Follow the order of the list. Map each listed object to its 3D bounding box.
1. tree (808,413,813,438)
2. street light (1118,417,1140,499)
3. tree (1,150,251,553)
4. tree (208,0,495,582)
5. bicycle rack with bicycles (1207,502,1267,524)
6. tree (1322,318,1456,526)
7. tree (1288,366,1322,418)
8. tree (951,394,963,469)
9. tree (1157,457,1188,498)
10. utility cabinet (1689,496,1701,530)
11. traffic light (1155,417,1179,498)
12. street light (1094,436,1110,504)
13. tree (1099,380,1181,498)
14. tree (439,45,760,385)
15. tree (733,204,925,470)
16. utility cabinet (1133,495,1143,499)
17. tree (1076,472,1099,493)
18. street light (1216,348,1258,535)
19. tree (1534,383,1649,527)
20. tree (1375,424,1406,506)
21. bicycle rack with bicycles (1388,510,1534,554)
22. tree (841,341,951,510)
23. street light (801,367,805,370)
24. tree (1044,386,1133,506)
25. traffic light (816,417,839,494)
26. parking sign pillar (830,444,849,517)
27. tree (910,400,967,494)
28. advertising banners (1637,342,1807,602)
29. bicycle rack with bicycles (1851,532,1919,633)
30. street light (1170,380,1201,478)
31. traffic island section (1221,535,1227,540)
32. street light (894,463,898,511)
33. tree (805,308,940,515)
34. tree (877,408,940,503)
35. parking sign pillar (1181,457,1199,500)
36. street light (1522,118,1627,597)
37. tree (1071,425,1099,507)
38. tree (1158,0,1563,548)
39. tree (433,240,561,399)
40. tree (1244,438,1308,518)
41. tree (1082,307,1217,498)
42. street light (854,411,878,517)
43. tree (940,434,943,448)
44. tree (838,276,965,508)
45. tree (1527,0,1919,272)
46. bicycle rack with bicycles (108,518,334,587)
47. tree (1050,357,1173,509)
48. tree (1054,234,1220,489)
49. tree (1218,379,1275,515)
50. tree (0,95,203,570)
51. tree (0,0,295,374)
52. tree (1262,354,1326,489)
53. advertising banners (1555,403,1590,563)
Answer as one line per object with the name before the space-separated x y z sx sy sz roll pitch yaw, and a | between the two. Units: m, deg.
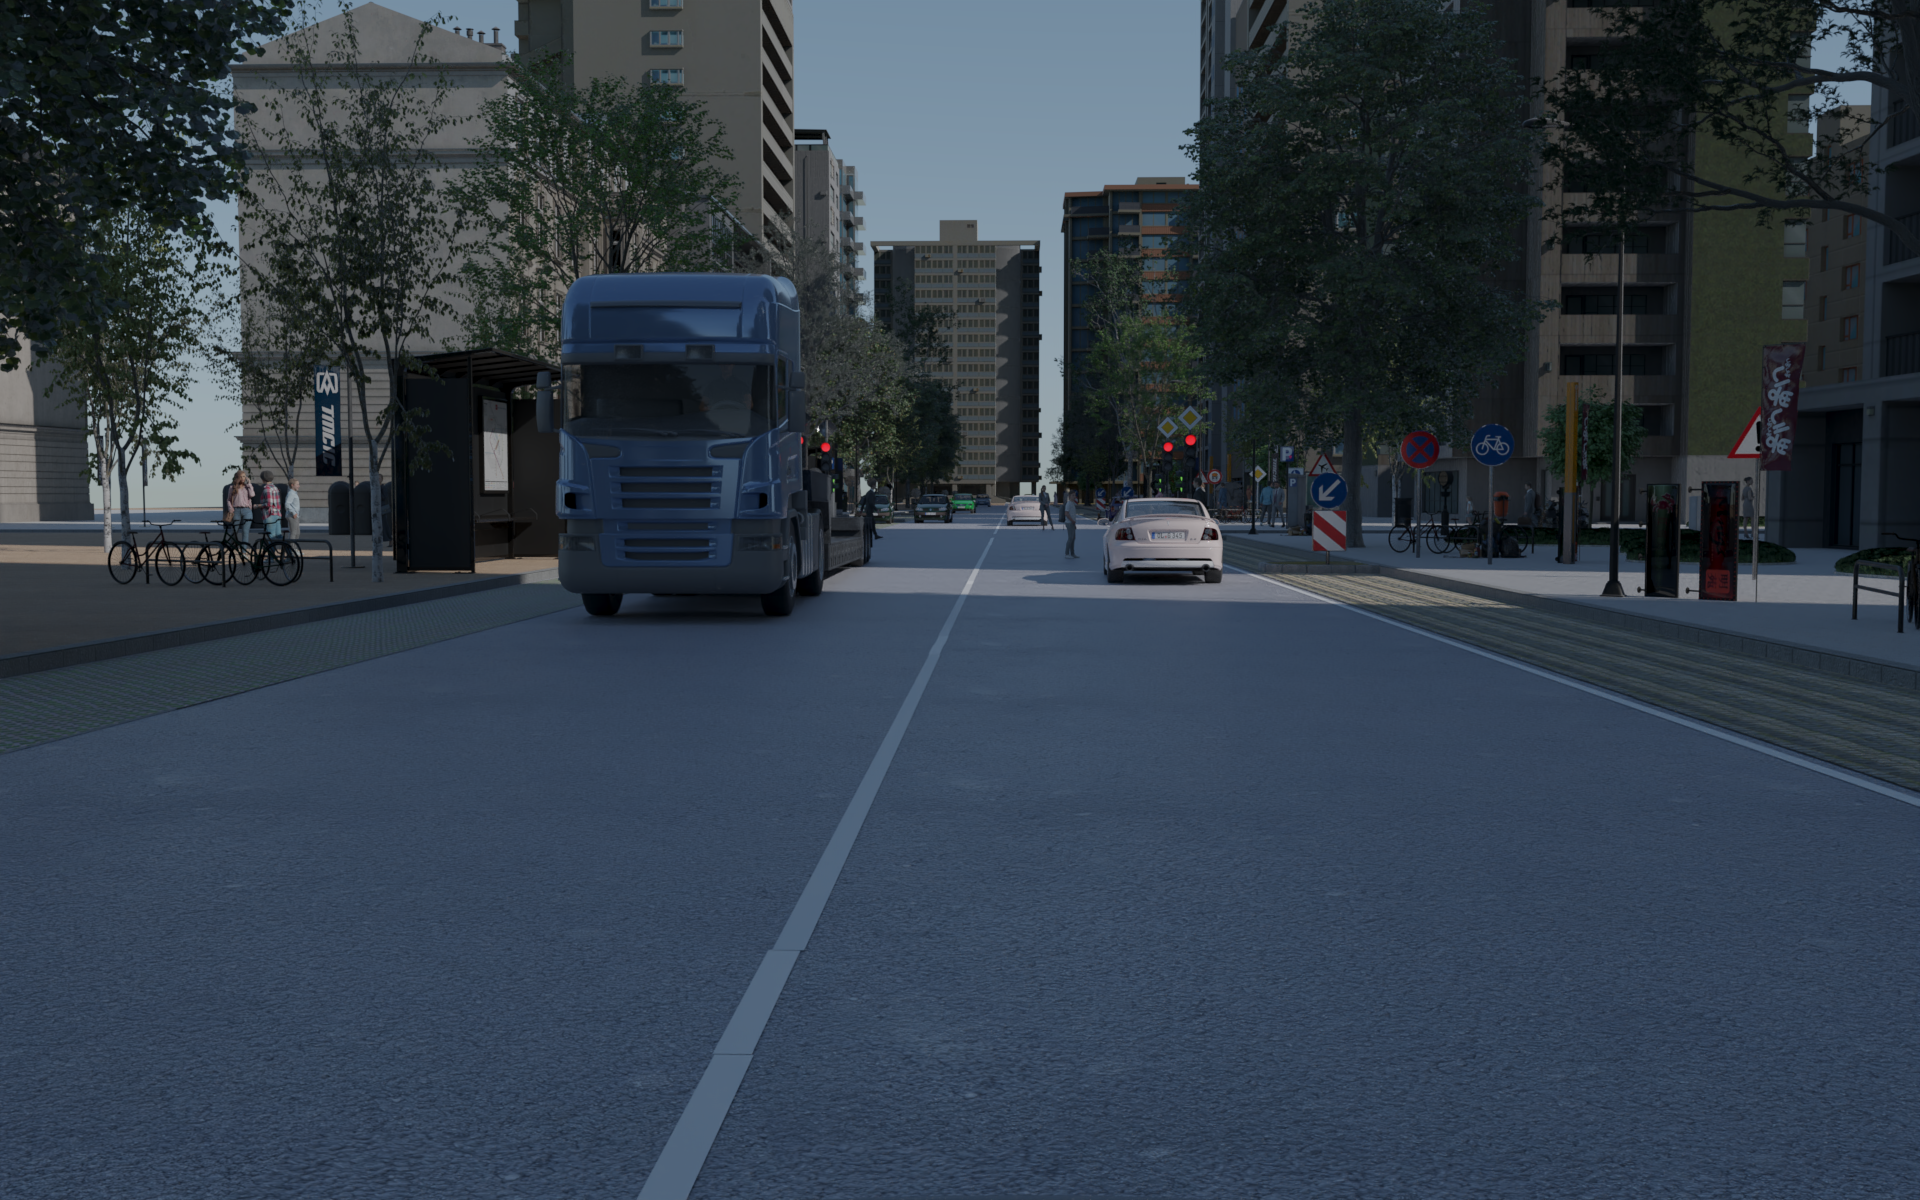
tree | -11.205 -10.827 127.385 4.360 8.622 3.978 0 3 0
street light | 10.218 -8.052 104.183 1.470 5.913 1.316 0 4 2
tree | -18.432 -5.330 37.502 4.360 8.622 3.978 0 3 0
tree | -8.551 -4.550 24.757 4.360 8.622 3.978 0 3 0
bicycle rack with bicycles | 12.181 -3.813 75.726 2.925 0.926 2.852 -1 4 -18
tree | 17.499 -7.260 69.070 4.737 8.622 4.395 0 3 0
tree | 17.319 -7.684 75.990 4.737 8.622 4.395 0 3 0
tree | -4.191 -17.074 185.819 9.857 13.997 8.962 0 3 0
tree | 10.927 -5.799 89.410 1.663 3.219 1.824 0 3 0
utility cabinet | 26.304 -3.092 61.714 0.306 1.237 1.020 3 5 44
traffic light | 7.507 -4.523 62.869 0.839 4.253 0.868 0 4 2
street light | 11.338 -10.116 137.933 1.470 5.913 1.316 0 4 2
tree | 11.973 -9.636 107.916 4.737 8.622 4.395 0 3 0
tree | -8.313 -7.042 40.891 9.928 11.665 9.643 0 3 0
tree | -6.787 -10.027 74.307 12.009 13.543 11.850 0 3 0
utility cabinet | 13.147 -7.084 126.986 1.020 1.237 0.306 3 5 44
tree | 14.778 -13.171 199.057 4.285 4.588 4.351 0 3 0
street light | 8.769 -5.033 54.828 1.470 5.913 1.316 0 4 2
tree | 18.628 -4.131 51.262 4.285 4.588 4.351 0 3 0
tree | 23.396 -8.621 91.320 4.360 8.622 3.978 0 3 0
bicycle rack with bicycles | 11.109 -1.467 37.364 2.852 0.926 2.925 -2 4 -32
tree | -5.522 -14.182 138.532 9.857 13.997 8.962 0 3 0
street light | -6.349 -5.544 63.179 1.470 5.913 1.316 0 4 2
tree | 13.610 -16.256 182.788 9.611 12.733 9.660 0 3 0
traffic light | -4.849 -4.546 63.241 0.839 4.253 0.868 0 4 2
parking sign pillar | -6.666 -6.394 93.008 1.447 3.967 1.447 -1 4 -18
tree | -2.901 -17.511 204.430 7.486 12.596 7.792 0 3 0
advertising banners | 9.131 -1.508 20.842 0.090 3.025 2.074 -2 4 -35
bicycle rack with bicycles | 9.940 -0.204 16.723 2.852 0.926 2.925 1 4 16
street light | 9.267 -6.009 70.790 1.470 5.913 1.316 0 4 2
traffic island section | 7.295 -2.001 55.001 2.009 0.180 2.903 0 4 2
street light | -4.239 -9.615 129.745 1.470 5.913 1.316 0 4 2
tree | -6.361 -11.652 107.517 9.611 12.733 9.660 0 3 0
tree | -4.858 -10.698 125.279 4.737 8.622 4.395 0 3 0
parking sign pillar | 12.231 -6.341 92.140 1.447 3.967 1.447 -1 4 -19
street light | 7.646 -2.997 21.547 1.470 5.913 1.316 0 4 2
tree | 13.556 -13.711 174.539 4.737 8.622 4.395 0 3 0
tree | 9.457 -8.241 41.391 9.857 13.997 8.962 0 3 0
tree | -13.039 -6.044 49.189 4.737 8.622 4.395 0 3 0
tree | 17.183 -6.749 94.063 4.285 4.588 4.351 0 3 0
tree | 10.598 -10.507 97.551 9.928 11.665 9.643 0 3 0
street light | -5.228 -7.579 96.460 1.470 5.913 1.316 0 4 2
tree | -3.698 -13.912 177.826 4.737 8.622 4.395 0 3 0
tree | -5.667 -18.217 153.730 12.611 20.169 13.585 0 3 0
tree | 7.823 -4.854 13.771 8.767 10.594 7.601 -3 5 -39
bicycle rack with bicycles | -10.328 -0.698 24.798 2.925 0.926 2.852 2 4 33
tree | 13.505 -14.743 151.410 12.009 13.543 11.850 0 3 0
tree | 13.019 -16.415 124.275 12.611 20.169 13.585 0 3 0
tree | 18.173 -9.589 107.138 4.737 8.622 4.395 0 3 0
tree | -14.199 -4.808 28.981 4.737 8.622 4.395 0 3 0
tree | -8.971 -6.431 11.800 9.857 13.997 8.962 0 3 0
tree | 17.239 -8.413 87.922 4.360 8.622 3.978 0 3 0
advertising banners | 11.636 -2.240 32.819 0.090 3.025 2.074 2 4 34
